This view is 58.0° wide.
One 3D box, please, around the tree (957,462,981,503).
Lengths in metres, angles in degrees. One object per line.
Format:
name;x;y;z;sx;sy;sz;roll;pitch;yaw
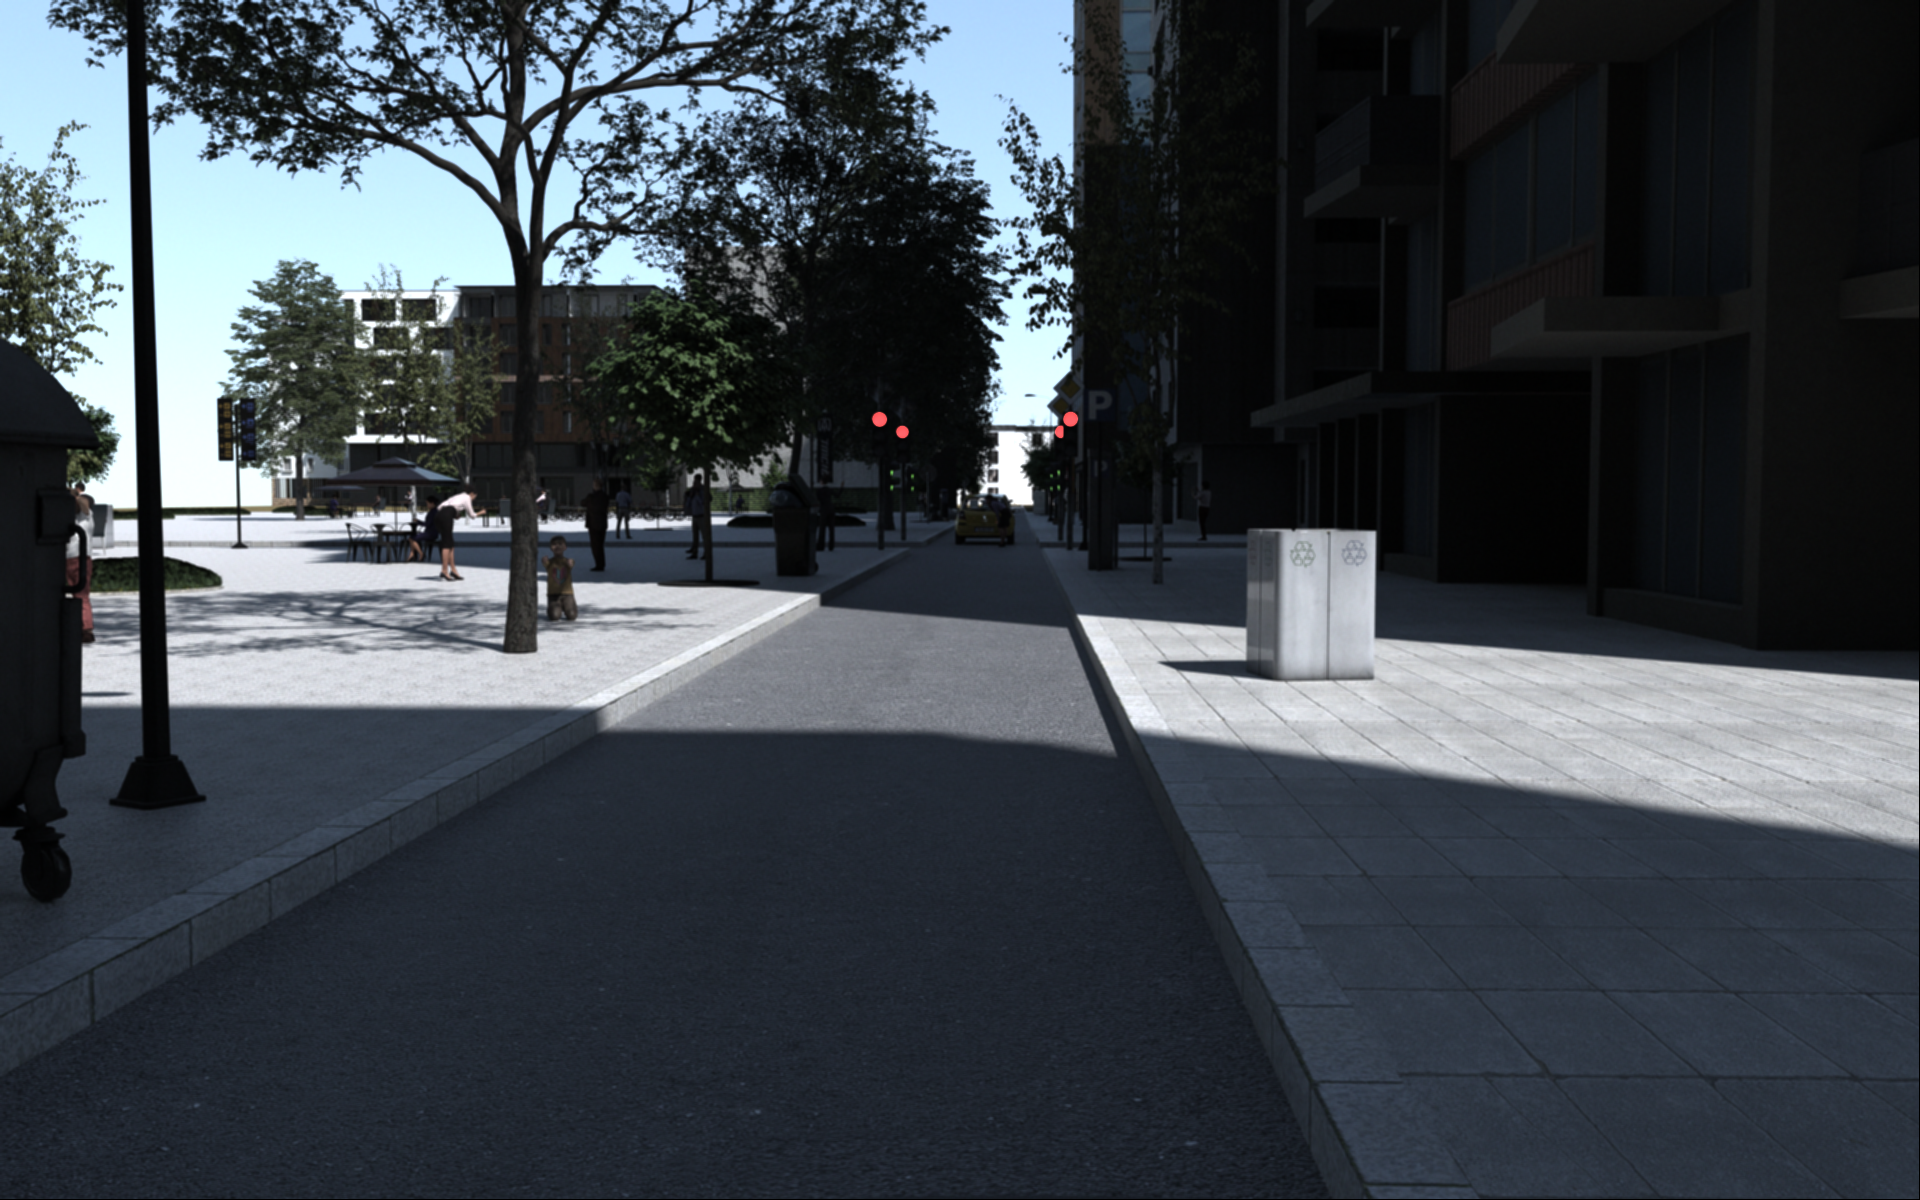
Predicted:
tree;0.168;-9.287;135.549;4.285;4.588;4.351;0;3;0

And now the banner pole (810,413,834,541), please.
banner pole;-3.836;-3.503;47.289;0.863;3.779;0.401;1;4;18

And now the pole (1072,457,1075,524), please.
pole;4.750;-4.844;73.044;0.158;3.312;0.155;0;3;0

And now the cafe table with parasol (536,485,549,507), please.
cafe table with parasol;-26.082;-6.149;105.400;2.610;1.966;2.610;-3;5;-39

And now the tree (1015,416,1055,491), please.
tree;7.239;-12.772;159.185;4.360;8.622;3.978;0;3;0

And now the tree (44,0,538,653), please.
tree;-3.286;-4.864;13.940;7.601;10.594;8.767;-3;4;-38

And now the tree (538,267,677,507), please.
tree;-11.285;-6.363;54.405;4.360;8.622;3.978;0;3;0

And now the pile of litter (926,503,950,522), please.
pile of litter;-1.029;-4.125;81.409;1.176;0.858;1.719;0;3;0

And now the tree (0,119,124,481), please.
tree;-17.296;-4.973;31.668;4.737;8.622;4.395;0;3;0

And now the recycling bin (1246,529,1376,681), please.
recycling bin;2.469;0.020;12.232;0.722;1.027;0.722;-1;4;-8

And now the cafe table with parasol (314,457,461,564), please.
cafe table with parasol;-10.525;-1.679;32.311;2.610;1.966;2.610;-2;4;-33

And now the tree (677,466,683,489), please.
tree;-19.937;-10.198;117.093;4.360;8.622;3.978;0;3;0

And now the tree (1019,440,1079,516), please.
tree;5.374;-7.648;108.764;4.285;4.588;4.351;0;3;0

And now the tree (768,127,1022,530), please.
tree;-2.713;-9.461;61.340;9.857;13.997;8.962;0;3;0

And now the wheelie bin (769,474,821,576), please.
wheelie bin;-2.610;-1.185;27.286;0.693;1.594;0.980;1;4;10

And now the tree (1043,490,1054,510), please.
tree;7.262;-9.014;141.980;1.663;3.219;1.824;0;3;0

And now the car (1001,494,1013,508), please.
car;2.291;-5.993;109.785;2.131;1.459;4.920;0;4;1

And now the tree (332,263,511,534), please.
tree;-17.452;-6.387;54.792;4.737;8.622;4.395;0;3;0

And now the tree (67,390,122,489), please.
tree;-28.265;-4.349;54.825;4.285;4.588;4.351;0;3;0

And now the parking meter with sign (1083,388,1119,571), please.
parking meter with sign;2.446;-2.033;29.500;0.543;3.016;1.738;1;4;9

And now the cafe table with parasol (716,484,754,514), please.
cafe table with parasol;-14.779;-6.664;113.823;2.610;1.966;2.610;2;4;27

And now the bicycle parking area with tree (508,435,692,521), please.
bicycle parking area with tree;-16.842;-6.030;85.594;9.016;4.147;8.231;0;4;-4

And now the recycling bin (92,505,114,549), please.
recycling bin;-20.439;-1.730;40.847;0.722;1.027;0.722;-1;4;-12

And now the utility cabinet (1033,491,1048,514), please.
utility cabinet;5.225;-6.326;112.111;0.318;1.500;1.173;-3;4;-38

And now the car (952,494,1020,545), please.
car;0.752;-2.468;50.578;2.015;1.641;3.980;0;4;2

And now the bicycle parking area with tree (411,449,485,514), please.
bicycle parking area with tree;-31.099;-7.716;113.152;9.016;4.147;8.231;3;5;44

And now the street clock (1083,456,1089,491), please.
street clock;2.433;-1.607;30.839;0.471;2.002;0.358;-3;4;-36

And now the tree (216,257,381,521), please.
tree;-31.502;-10.114;83.491;7.486;12.596;7.792;0;3;0

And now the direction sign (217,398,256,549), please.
direction sign;-17.042;-2.989;40.869;0.876;3.537;0.379;0;4;-1

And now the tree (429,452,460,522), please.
tree;-23.837;-5.225;80.031;1.663;3.219;1.824;0;3;0

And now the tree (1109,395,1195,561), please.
tree;3.717;-2.377;33.460;1.663;3.219;1.824;0;3;0

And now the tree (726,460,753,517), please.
tree;-12.747;-9.018;97.810;4.360;8.622;3.978;0;3;0

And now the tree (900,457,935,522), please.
tree;-1.794;-5.176;79.232;1.663;3.219;1.824;0;3;0

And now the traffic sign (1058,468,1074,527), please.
traffic sign;3.983;-4.096;66.969;0.884;2.594;0.081;1;4;8

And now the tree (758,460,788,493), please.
tree;-9.126;-5.509;84.677;1.663;3.219;1.824;0;3;0

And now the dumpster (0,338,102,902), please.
dumpster;-3.411;0.063;4.727;1.264;1.857;1.865;0;4;2

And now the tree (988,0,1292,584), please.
tree;2.596;-4.540;24.585;4.737;8.622;4.395;0;3;0

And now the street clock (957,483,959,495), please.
street clock;-0.290;-6.278;107.222;0.358;2.002;0.471;-3;5;-43

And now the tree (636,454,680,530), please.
tree;-10.834;-4.114;61.864;1.663;3.219;1.824;0;3;0

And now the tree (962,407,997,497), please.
tree;0.575;-10.948;129.355;4.360;8.622;3.978;0;3;0

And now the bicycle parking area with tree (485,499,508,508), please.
bicycle parking area with tree;-19.852;-6.591;94.767;9.016;4.147;8.231;1;4;8

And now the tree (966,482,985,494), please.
tree;1.493;-11.221;178.069;1.663;3.219;1.824;0;3;0

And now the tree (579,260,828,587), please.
tree;-3.620;-2.497;24.533;4.285;4.588;4.351;0;3;0

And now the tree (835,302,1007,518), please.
tree;-1.665;-10.852;94.439;9.611;12.733;9.660;0;3;0
